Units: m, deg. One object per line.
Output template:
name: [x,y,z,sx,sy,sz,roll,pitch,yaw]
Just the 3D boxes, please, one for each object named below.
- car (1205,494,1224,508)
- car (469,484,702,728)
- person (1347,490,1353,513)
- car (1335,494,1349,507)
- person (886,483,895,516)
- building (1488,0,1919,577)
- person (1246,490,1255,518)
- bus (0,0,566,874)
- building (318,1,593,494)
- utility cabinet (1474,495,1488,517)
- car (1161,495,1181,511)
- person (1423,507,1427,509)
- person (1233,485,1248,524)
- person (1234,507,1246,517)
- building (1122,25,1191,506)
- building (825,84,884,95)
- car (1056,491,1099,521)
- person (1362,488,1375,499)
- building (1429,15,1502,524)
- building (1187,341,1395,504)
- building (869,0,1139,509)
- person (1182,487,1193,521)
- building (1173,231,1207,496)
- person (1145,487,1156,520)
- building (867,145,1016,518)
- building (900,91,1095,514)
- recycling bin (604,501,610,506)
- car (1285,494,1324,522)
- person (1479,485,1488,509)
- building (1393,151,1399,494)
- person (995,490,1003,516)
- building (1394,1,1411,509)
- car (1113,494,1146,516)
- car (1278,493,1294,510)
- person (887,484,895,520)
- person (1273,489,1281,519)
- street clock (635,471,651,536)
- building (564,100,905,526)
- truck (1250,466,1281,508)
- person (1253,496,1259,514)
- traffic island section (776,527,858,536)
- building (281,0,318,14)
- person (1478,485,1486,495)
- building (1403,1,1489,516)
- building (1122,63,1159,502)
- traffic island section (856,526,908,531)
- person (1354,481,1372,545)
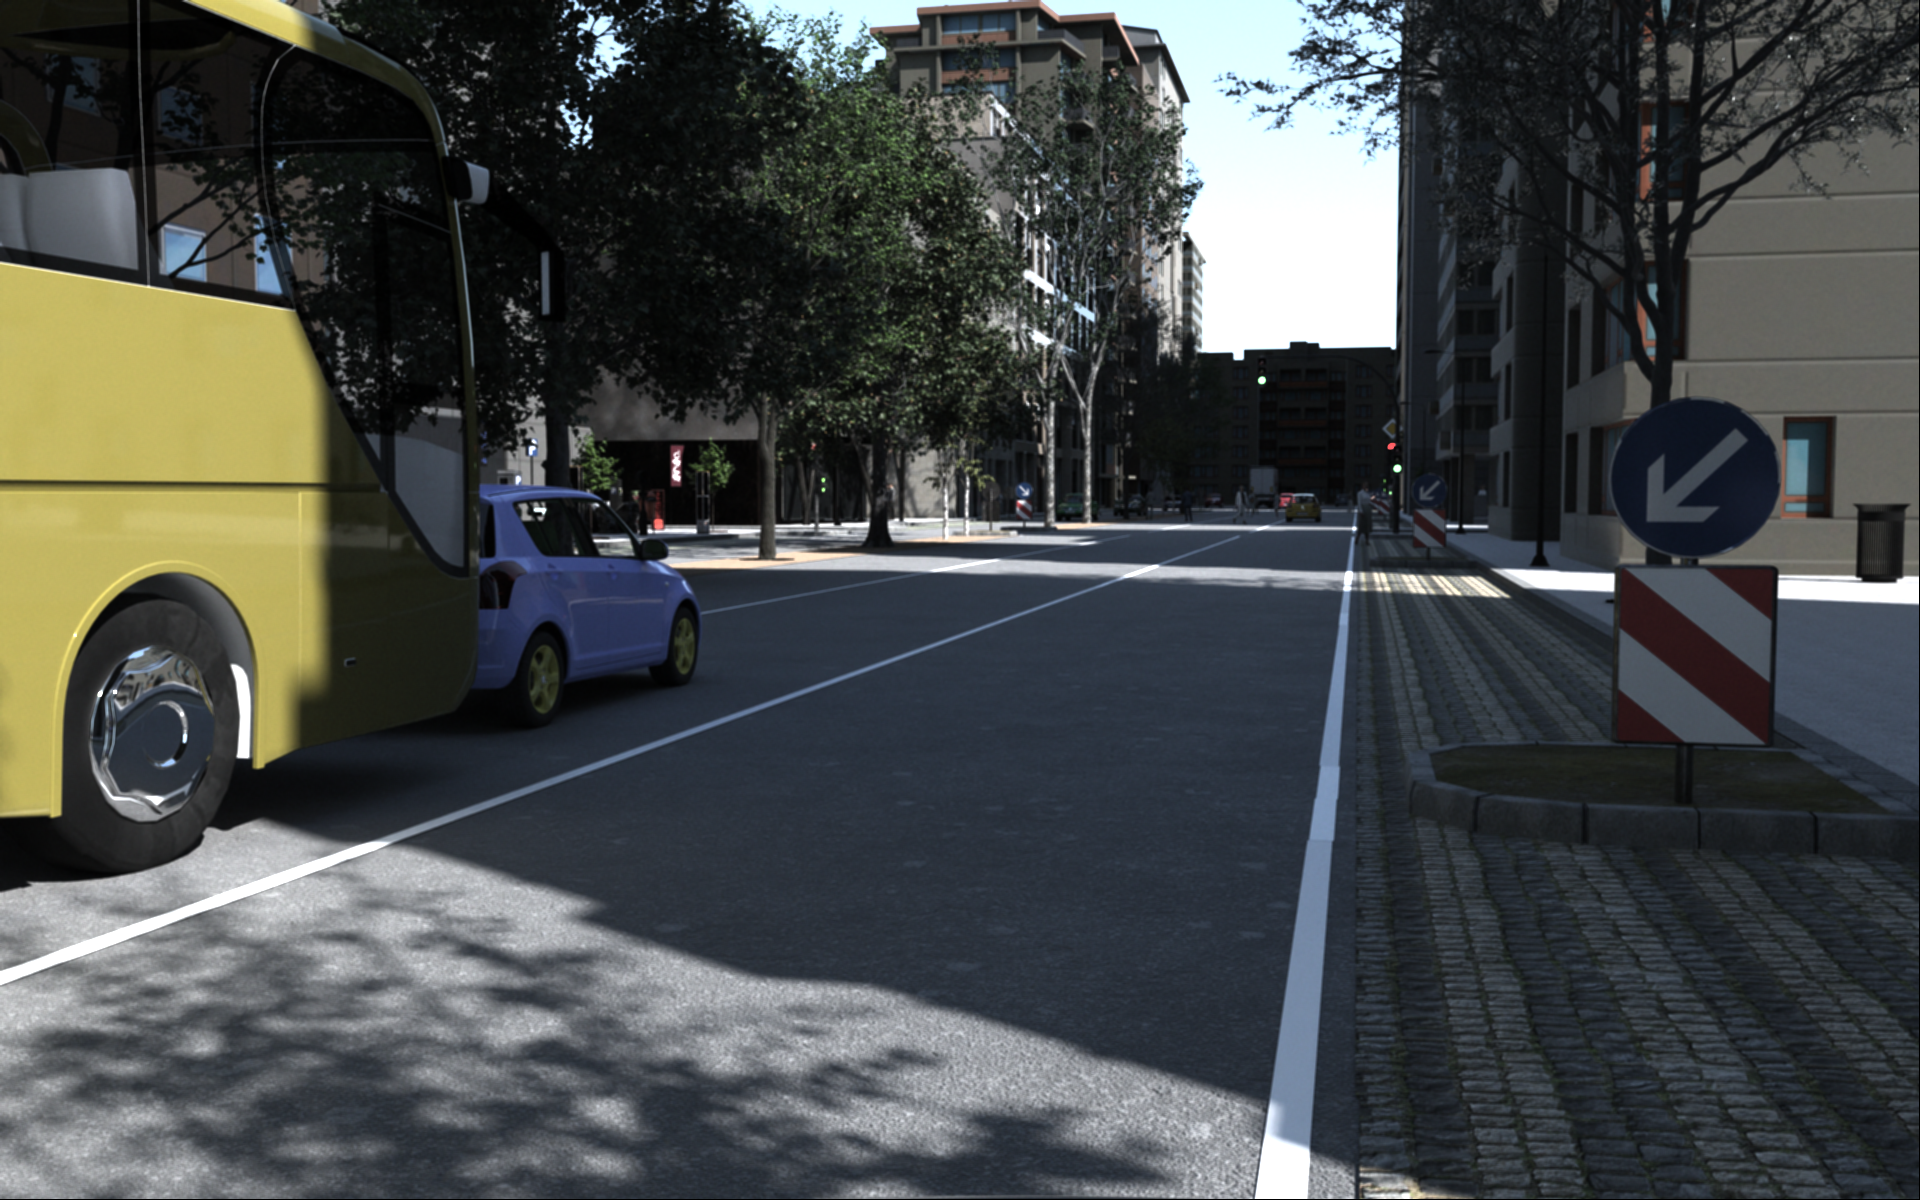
car: [27.077,-10.735,184.554,2.155,1.783,4.494,1,4,13]
car: [-3.092,-0.150,12.043,1.945,1.707,3.694,1,4,12]
person: [30.328,-7.672,134.484,0.362,1.759,0.519,-2,4,-30]
car: [43.878,-11.387,198.171,2.014,1.417,4.499,1,4,15]
person: [-3.598,-5.017,88.037,0.822,1.834,0.622,-2,4,-34]
building: [27.315,-11.814,38.196,27.650,21.520,28.899,1,4,13]
person: [17.654,-5.841,105.000,0.512,1.701,0.522,-1,4,-14]
bus: [-5.028,-0.743,3.693,2.896,3.916,12.252,1,4,15]
building: [-25.933,-37.688,54.450,20.611,71.187,20.563,1,4,13]
utility cabinet: [28.507,-5.154,95.423,1.020,1.237,0.306,0,4,2]
car: [18.004,-8.166,146.094,1.945,1.354,3.894,1,4,12]
person: [20.474,-4.282,76.391,0.374,1.781,0.599,1,4,21]
person: [13.353,-4.525,82.366,0.514,1.842,0.818,-3,4,-36]
person: [17.695,-5.834,109.377,0.738,1.151,1.012,0,4,4]
building: [12.017,-37.670,205.137,27.495,52.752,28.713,1,4,13]
building: [-5.321,-42.804,241.845,28.212,58.520,21.231,1,4,13]
car: [6.317,-5.148,92.962,1.959,1.807,4.718,1,4,14]
person: [16.047,-3.625,68.331,0.524,1.755,0.480,-1,4,-15]
building: [33.480,-23.478,75.746,23.993,40.220,32.217,1,4,13]
building: [46.617,-23.804,234.235,28.899,21.520,27.650,1,4,13]
building: [4.278,-30.820,158.536,22.147,44.769,28.867,1,4,13]
person: [11.974,-5.036,91.019,0.721,1.800,0.419,-1,4,-18]
building: [21.424,-33.653,242.103,23.993,40.220,32.217,1,4,13]
person: [10.556,-5.370,96.492,0.606,1.804,0.583,-1,4,-21]
building: [-3.522,-14.962,99.374,10.420,20.320,16.860,1,4,13]
building: [-2.267,-19.636,125.562,19.350,26.468,34.151,1,4,13]
recycling bin: [-12.591,-2.901,59.993,0.722,1.027,0.722,3,5,39]
car: [17.768,-4.847,89.478,2.015,1.641,3.980,1,4,14]
person: [29.978,-5.734,100.011,0.699,1.804,1.509,0,4,-1]
building: [58.027,-31.707,201.996,14.154,41.232,14.086,1,4,13]
person: [2.280,-5.580,99.872,0.503,1.515,0.523,2,4,27]
building: [50.076,-32.419,153.755,21.300,48.544,21.600,1,4,13]
car: [11.347,-6.315,115.046,2.131,1.459,4.920,1,4,14]
car: [29.408,-8.964,155.596,2.155,1.783,4.494,1,4,12]
person: [-3.439,-4.898,86.304,0.473,1.802,0.592,1,4,14]
person: [18.121,-5.479,99.080,0.522,1.701,0.512,-1,4,-18]
street clock: [-9.811,-3.000,53.624,0.358,2.002,0.471,3,4,39]
building: [-11.225,-12.891,78.215,16.820,18.784,16.811,1,4,13]
truck: [31.504,-11.621,178.915,2.839,4.237,11.283,1,4,13]
person: [21.350,-6.856,124.869,0.475,1.303,0.640,2,4,30]
traffic island section: [-5.043,-2.353,60.753,2.009,0.180,2.903,1,4,13]
building: [-21.470,-23.201,29.449,14.600,45.320,14.200,1,4,13]
person: [29.696,-5.635,98.402,0.641,1.798,0.478,-3,5,-42]
building: [39.740,-34.820,111.302,21.231,58.520,28.212,1,4,13]
building: [12.700,-32.332,178.744,14.600,45.320,14.200,1,4,13]
traffic island section: [-3.256,-2.829,68.536,2.009,0.180,2.903,1,4,13]
person: [11.208,-2.413,48.182,0.478,1.798,0.641,-1,4,-18]
